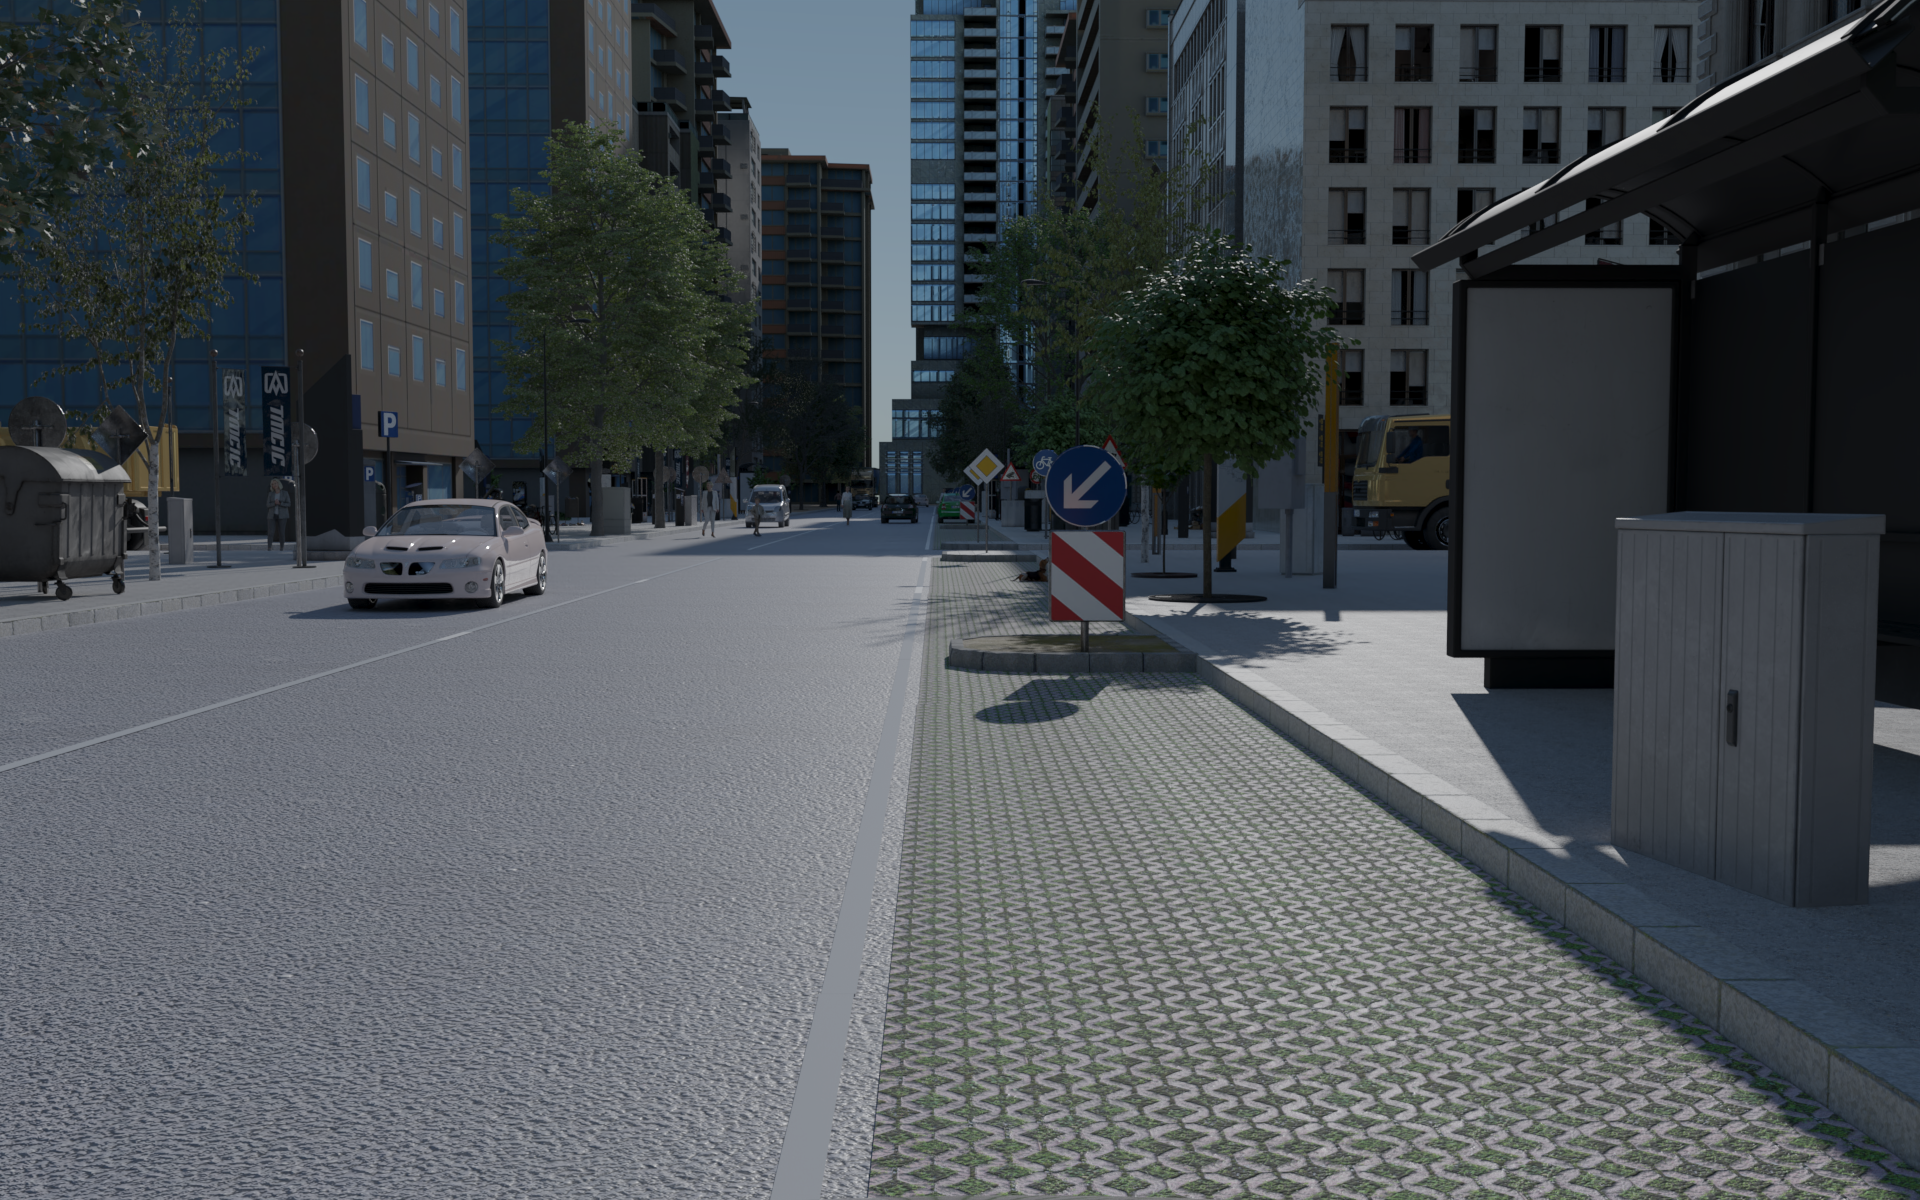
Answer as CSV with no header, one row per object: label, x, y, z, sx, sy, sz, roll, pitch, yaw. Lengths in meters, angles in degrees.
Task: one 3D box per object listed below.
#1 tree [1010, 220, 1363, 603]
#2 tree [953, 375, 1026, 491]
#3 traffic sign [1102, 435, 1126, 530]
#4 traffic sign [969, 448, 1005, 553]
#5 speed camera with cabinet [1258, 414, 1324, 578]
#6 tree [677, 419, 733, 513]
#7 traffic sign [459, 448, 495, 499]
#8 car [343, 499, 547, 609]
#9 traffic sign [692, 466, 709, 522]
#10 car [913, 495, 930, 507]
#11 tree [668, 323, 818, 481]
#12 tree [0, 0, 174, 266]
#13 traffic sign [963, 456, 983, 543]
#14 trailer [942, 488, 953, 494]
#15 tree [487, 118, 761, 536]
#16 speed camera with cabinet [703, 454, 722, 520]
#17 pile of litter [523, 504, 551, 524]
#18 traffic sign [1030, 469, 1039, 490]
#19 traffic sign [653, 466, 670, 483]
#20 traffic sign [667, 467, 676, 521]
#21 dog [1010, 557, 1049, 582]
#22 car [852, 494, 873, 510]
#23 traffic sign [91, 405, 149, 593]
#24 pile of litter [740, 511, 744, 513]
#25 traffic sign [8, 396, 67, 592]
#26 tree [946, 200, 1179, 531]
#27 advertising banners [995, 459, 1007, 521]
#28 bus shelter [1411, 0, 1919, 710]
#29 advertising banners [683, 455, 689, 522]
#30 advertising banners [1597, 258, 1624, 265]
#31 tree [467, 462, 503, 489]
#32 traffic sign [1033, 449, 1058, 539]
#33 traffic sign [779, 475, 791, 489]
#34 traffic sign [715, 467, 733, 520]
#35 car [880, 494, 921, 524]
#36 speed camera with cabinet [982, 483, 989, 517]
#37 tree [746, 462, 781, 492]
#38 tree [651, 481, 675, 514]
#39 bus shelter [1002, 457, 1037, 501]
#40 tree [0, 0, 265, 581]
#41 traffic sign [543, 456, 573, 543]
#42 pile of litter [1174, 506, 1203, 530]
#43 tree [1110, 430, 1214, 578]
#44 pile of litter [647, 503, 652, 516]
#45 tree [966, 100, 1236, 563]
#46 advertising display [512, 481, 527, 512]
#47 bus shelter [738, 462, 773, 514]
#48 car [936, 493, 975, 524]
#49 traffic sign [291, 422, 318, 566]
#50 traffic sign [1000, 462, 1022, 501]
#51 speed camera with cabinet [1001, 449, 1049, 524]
tree,3.095,-2.276,20.919,4.285,4.588,4.351,0,3,0
tree,2.149,-9.658,108.274,4.360,8.622,3.978,0,3,0
traffic sign,3.281,-2.324,38.003,0.884,2.594,0.081,0,4,3
traffic sign,0.578,-2.081,37.675,0.795,2.450,0.064,0,4,-1
speed camera with cabinet,5.282,-2.013,27.241,0.660,3.252,2.038,2,4,29
tree,-17.137,-10.088,115.294,4.737,8.622,4.395,0,3,0
traffic sign,-10.465,-2.074,37.554,0.795,2.450,0.064,0,4,-1
car,-6.782,-0.664,23.223,2.083,1.381,4.827,0,4,-2
traffic sign,-11.722,-4.783,78.307,0.768,2.556,0.104,0,4,1
car,-4.380,-10.894,190.474,2.083,1.381,4.827,0,4,-1
tree,-12.244,-9.782,94.344,8.767,10.594,7.601,-2,4,-33
tree,-11.438,-5.831,12.343,9.611,12.733,9.660,0,3,0
traffic sign,0.476,-2.570,45.659,0.795,2.450,0.064,0,4,-1
trailer,-1.168,-9.651,164.835,1.471,1.999,3.904,0,4,-2
tree,-10.812,-8.248,52.987,7.486,12.596,7.792,0,3,0
speed camera with cabinet,-12.407,-5.650,86.707,0.660,3.252,2.038,-1,4,-20
pile of litter,-18.382,-3.692,74.321,1.719,0.858,1.176,0,4,4
traffic sign,3.816,-5.207,85.239,0.768,2.556,0.104,0,4,7
traffic sign,-13.265,-4.707,77.062,0.768,2.556,0.104,0,4,4
traffic sign,-13.506,-4.897,80.173,0.768,2.556,0.104,0,4,5
dog,1.209,-0.491,28.225,0.550,0.427,0.748,-3,5,-40
car,-8.645,-8.748,152.821,2.009,1.686,4.222,0,4,-1
traffic sign,-10.907,-1.303,22.496,0.795,2.450,0.064,0,4,7
pile of litter,-15.139,-6.475,119.824,1.176,0.858,1.719,1,4,22
traffic sign,-12.005,-1.372,22.545,0.768,2.556,0.104,0,4,2
tree,3.454,-8.219,60.129,9.928,11.665,9.643,0,3,0
advertising banners,2.020,-5.406,84.575,0.090,3.025,2.074,1,4,16
bus shelter,4.045,-0.913,8.858,2.014,3.302,5.546,0,4,-1
advertising banners,-12.575,-5.055,78.830,0.090,3.025,2.074,-1,4,-21
advertising banners,4.383,-0.999,12.515,0.090,3.025,2.074,3,5,41
tree,-24.027,-5.734,88.345,1.663,3.219,1.824,0,3,0
traffic sign,2.460,-3.016,49.422,0.768,2.556,0.104,0,4,3
traffic sign,-11.563,-6.994,114.465,0.768,2.556,0.104,0,4,1
traffic sign,-11.507,-5.157,84.315,0.884,2.594,0.081,0,4,2
car,-2.971,-4.634,85.555,2.009,1.686,4.222,0,4,1
speed camera with cabinet,1.628,-6.347,98.105,0.660,3.252,2.038,0,4,7
tree,-12.096,-6.662,103.520,1.663,3.219,1.824,0,3,0
tree,-18.874,-7.061,110.046,1.663,3.219,1.824,0,3,0
bus shelter,3.149,-5.963,91.415,2.014,3.302,5.546,0,4,-1
tree,-12.143,-4.605,25.653,4.360,8.622,3.978,0,3,0
traffic sign,-10.567,-2.562,45.538,0.795,2.450,0.064,0,4,-1
pile of litter,8.393,-2.973,62.578,1.176,0.858,1.719,-1,4,-13
tree,3.060,-1.971,26.823,1.663,3.219,1.824,0,3,0
pile of litter,-18.080,-5.344,101.335,1.176,0.858,1.719,0,4,-6
tree,3.297,-4.997,32.063,4.737,8.622,4.395,0,3,0
advertising display,-22.070,-4.989,86.791,0.974,1.923,0.123,3,4,38
bus shelter,-13.400,-7.266,112.723,2.014,3.302,5.546,0,4,-1
car,-0.202,-4.662,85.016,1.959,1.807,4.718,0,4,-2
traffic sign,-11.745,-1.871,30.699,0.768,2.556,0.104,0,4,5
traffic sign,2.058,-4.286,70.075,0.884,2.594,0.081,0,4,1
speed camera with cabinet,2.835,-4.979,75.742,2.038,3.252,0.660,1,4,10
